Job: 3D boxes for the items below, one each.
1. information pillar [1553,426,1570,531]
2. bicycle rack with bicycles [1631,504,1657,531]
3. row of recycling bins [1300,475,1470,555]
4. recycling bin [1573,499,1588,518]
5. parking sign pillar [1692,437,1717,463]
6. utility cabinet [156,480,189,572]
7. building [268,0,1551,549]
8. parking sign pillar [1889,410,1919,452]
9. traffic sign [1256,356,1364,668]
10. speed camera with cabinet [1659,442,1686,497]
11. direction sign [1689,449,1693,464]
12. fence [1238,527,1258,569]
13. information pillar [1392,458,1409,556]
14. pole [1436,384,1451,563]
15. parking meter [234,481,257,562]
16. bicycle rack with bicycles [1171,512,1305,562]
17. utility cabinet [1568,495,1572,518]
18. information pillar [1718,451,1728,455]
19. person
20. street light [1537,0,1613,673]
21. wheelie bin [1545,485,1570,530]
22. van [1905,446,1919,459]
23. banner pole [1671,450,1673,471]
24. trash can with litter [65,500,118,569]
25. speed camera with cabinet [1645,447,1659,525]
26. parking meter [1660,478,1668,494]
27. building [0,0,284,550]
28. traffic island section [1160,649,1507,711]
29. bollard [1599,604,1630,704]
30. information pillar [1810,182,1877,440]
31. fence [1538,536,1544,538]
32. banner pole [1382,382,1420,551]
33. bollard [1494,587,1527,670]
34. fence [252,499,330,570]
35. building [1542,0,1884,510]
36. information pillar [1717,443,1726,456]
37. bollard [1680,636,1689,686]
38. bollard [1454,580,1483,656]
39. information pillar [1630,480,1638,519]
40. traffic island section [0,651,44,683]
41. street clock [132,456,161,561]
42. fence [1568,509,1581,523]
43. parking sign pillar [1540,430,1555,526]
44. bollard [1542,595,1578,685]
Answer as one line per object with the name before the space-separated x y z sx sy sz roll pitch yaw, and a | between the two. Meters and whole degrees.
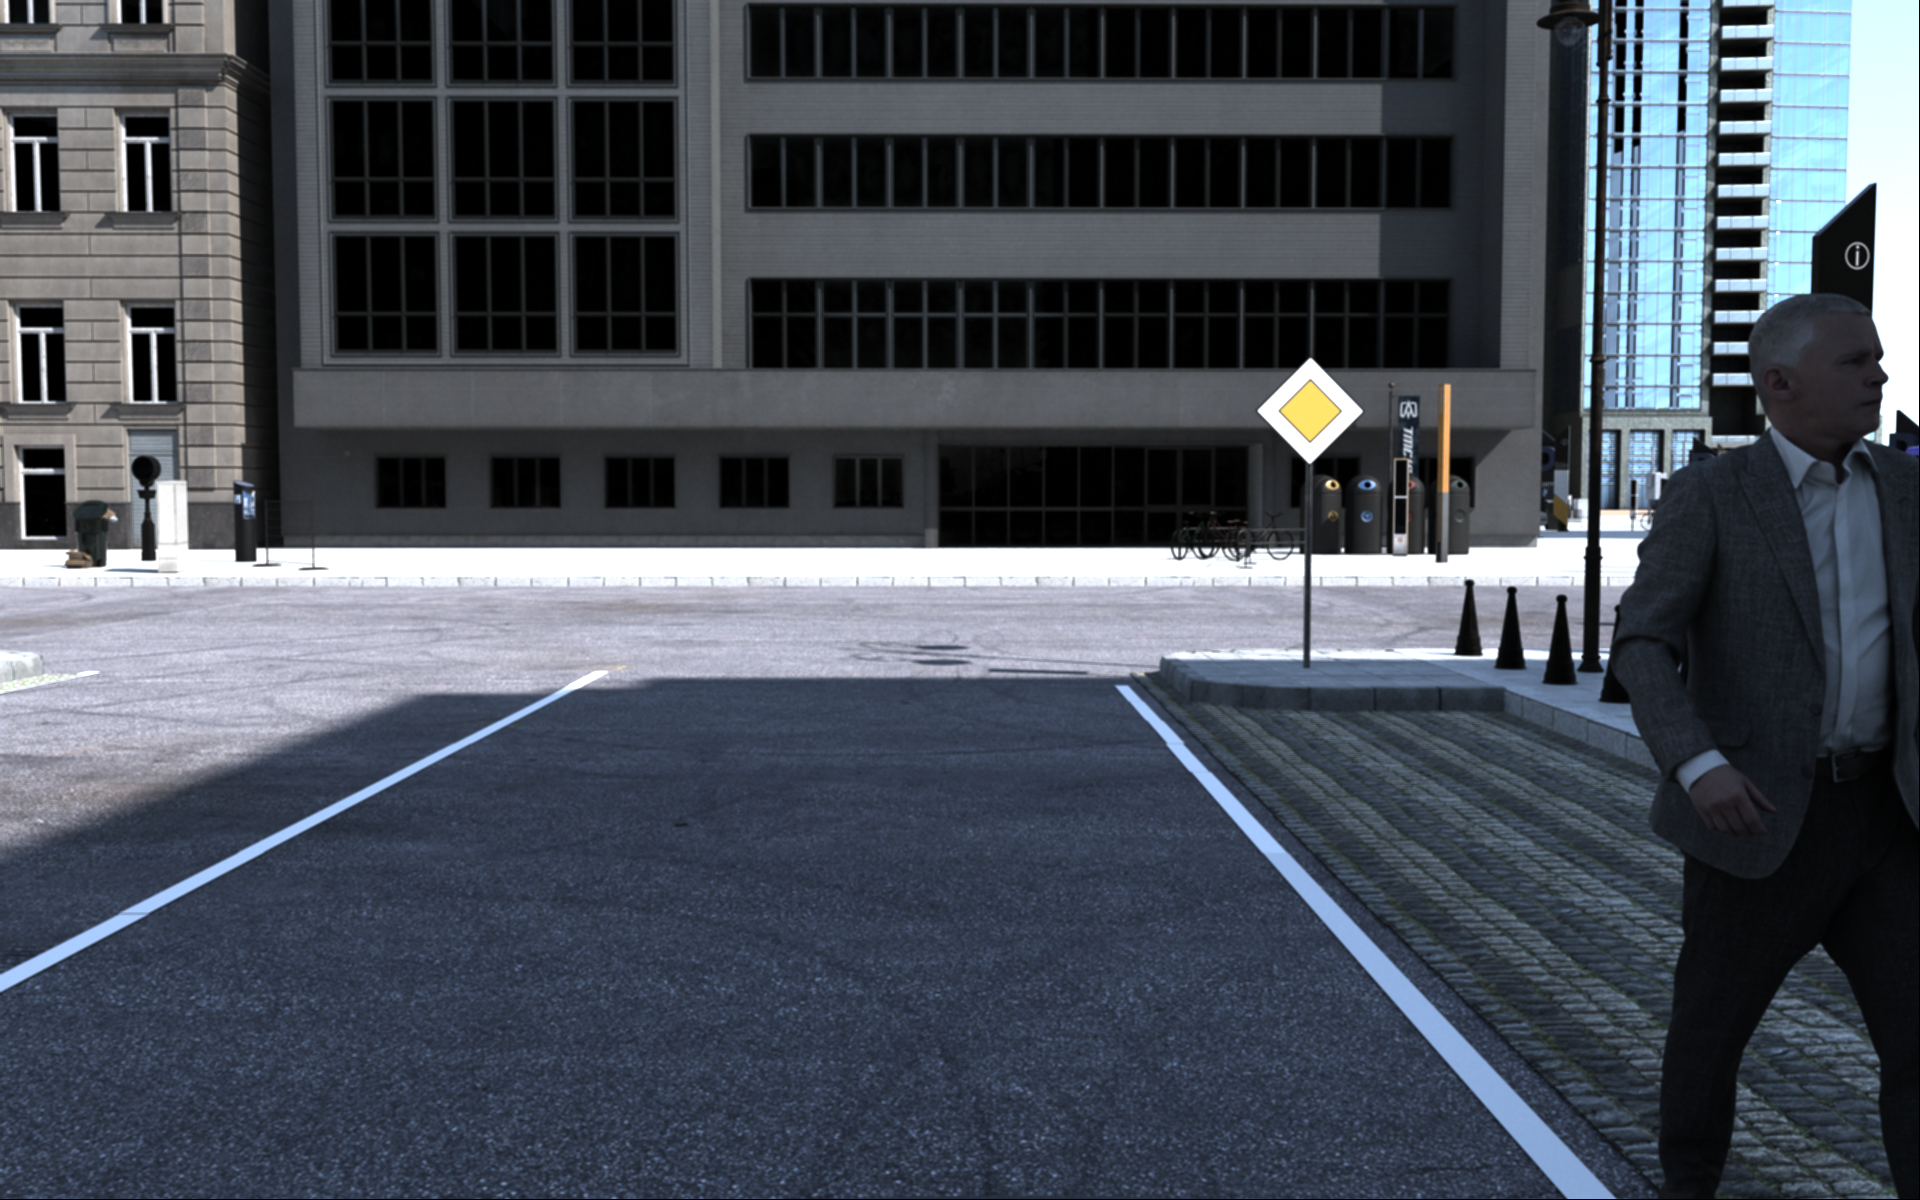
information pillar | 20.683 -4.169 59.516 0.504 3.616 0.183 2 4 29
bicycle rack with bicycles | 24.763 -2.843 59.862 2.925 0.926 2.852 -1 4 -9
row of recycling bins | 9.045 -1.827 36.980 3.534 1.692 1.069 0 4 3
recycling bin | 32.778 -4.815 91.274 0.722 1.027 0.722 0 4 0
parking sign pillar | 35.067 -5.688 81.476 1.447 3.967 1.447 3 5 42
utility cabinet | -12.948 -1.209 28.454 0.318 1.500 1.173 -1 4 -16
building | -1.181 -13.866 45.774 30.058 24.678 14.314 0 4 0
parking sign pillar | 29.922 -4.047 54.647 1.447 3.967 1.447 -1 4 -15
traffic sign | 2.557 -0.556 12.729 0.795 2.450 0.064 0 4 0
speed camera with cabinet | 27.390 -4.404 66.349 0.660 3.252 2.038 1 4 14
direction sign | 37.225 -5.855 87.720 0.379 3.537 0.876 -1 4 -22
fence | 5.129 -0.945 30.830 0.278 0.683 2.069 1 4 12
information pillar | 9.113 -1.917 35.827 0.304 2.012 0.304 1 4 13
pole | 9.003 -2.350 32.263 0.158 3.312 0.155 0 3 0
parking meter | -13.518 -1.489 32.751 0.372 1.533 0.369 0 3 0
bicycle rack with bicycles | 5.345 -1.258 33.952 2.925 0.926 2.852 -2 4 -30
utility cabinet | 32.071 -4.959 92.240 0.306 1.237 1.020 -2 4 -28
information pillar | 13.121 -1.530 29.501 0.304 2.012 0.304 -2 4 -31
person | 1.516 0.361 3.001 0.661 1.777 0.834 -1 4 -13
street light | 4.559 -2.419 12.343 0.468 5.910 1.993 0 4 0
wheelie bin | 21.300 -3.296 61.792 0.693 1.594 0.980 -3 4 -38
van | 14.541 -1.041 21.402 5.245 2.365 2.240 0 3 0
banner pole | 40.464 -6.632 98.450 0.401 3.779 0.863 1 4 17
trash can with litter | -15.150 -1.147 30.147 0.624 1.170 1.055 0 4 -8
speed camera with cabinet | 29.395 -4.755 72.087 0.660 3.252 2.038 -1 4 -13
parking meter | 11.467 -1.191 27.891 0.372 1.533 0.369 0 3 0
building | -28.755 -15.123 44.526 25.104 27.353 12.463 0 4 0
traffic island section | 2.581 0.579 12.806 2.009 0.180 2.903 0 4 0
bollard | 4.075 0.327 10.699 0.229 0.601 0.229 0 3 0
information pillar | 6.649 -1.329 13.090 0.504 3.616 0.183 -1 4 -10
fence | 16.839 -2.228 51.803 0.278 0.683 2.069 -1 4 -9
banner pole | 9.895 -2.989 38.890 0.863 3.779 0.401 0 4 7
bollard | 4.059 0.201 12.752 0.229 0.601 0.229 0 3 0
fence | -11.634 -1.152 30.032 0.480 1.192 2.264 -3 5 -42
building | 60.683 -51.099 148.132 31.000 86.520 22.319 0 4 0
information pillar | 35.116 -5.416 79.903 0.183 3.616 0.504 -2 4 -29
bollard | 4.084 0.390 9.670 0.229 0.601 0.229 0 3 0
bollard | 4.053 0.138 13.786 0.229 0.601 0.229 0 3 0
information pillar | 34.487 -5.145 88.619 0.304 2.012 0.304 2 4 35
traffic island section | -8.211 0.584 12.733 2.009 0.180 2.903 0 4 0
street clock | -15.558 -1.749 33.162 0.471 2.002 0.358 1 4 10
fence | 24.048 -3.222 68.051 0.278 0.683 2.069 0 4 -2
parking sign pillar | 23.916 -5.003 70.269 1.447 3.967 1.447 -2 4 -32
bollard | 4.068 0.264 11.726 0.229 0.601 0.229 0 3 0
